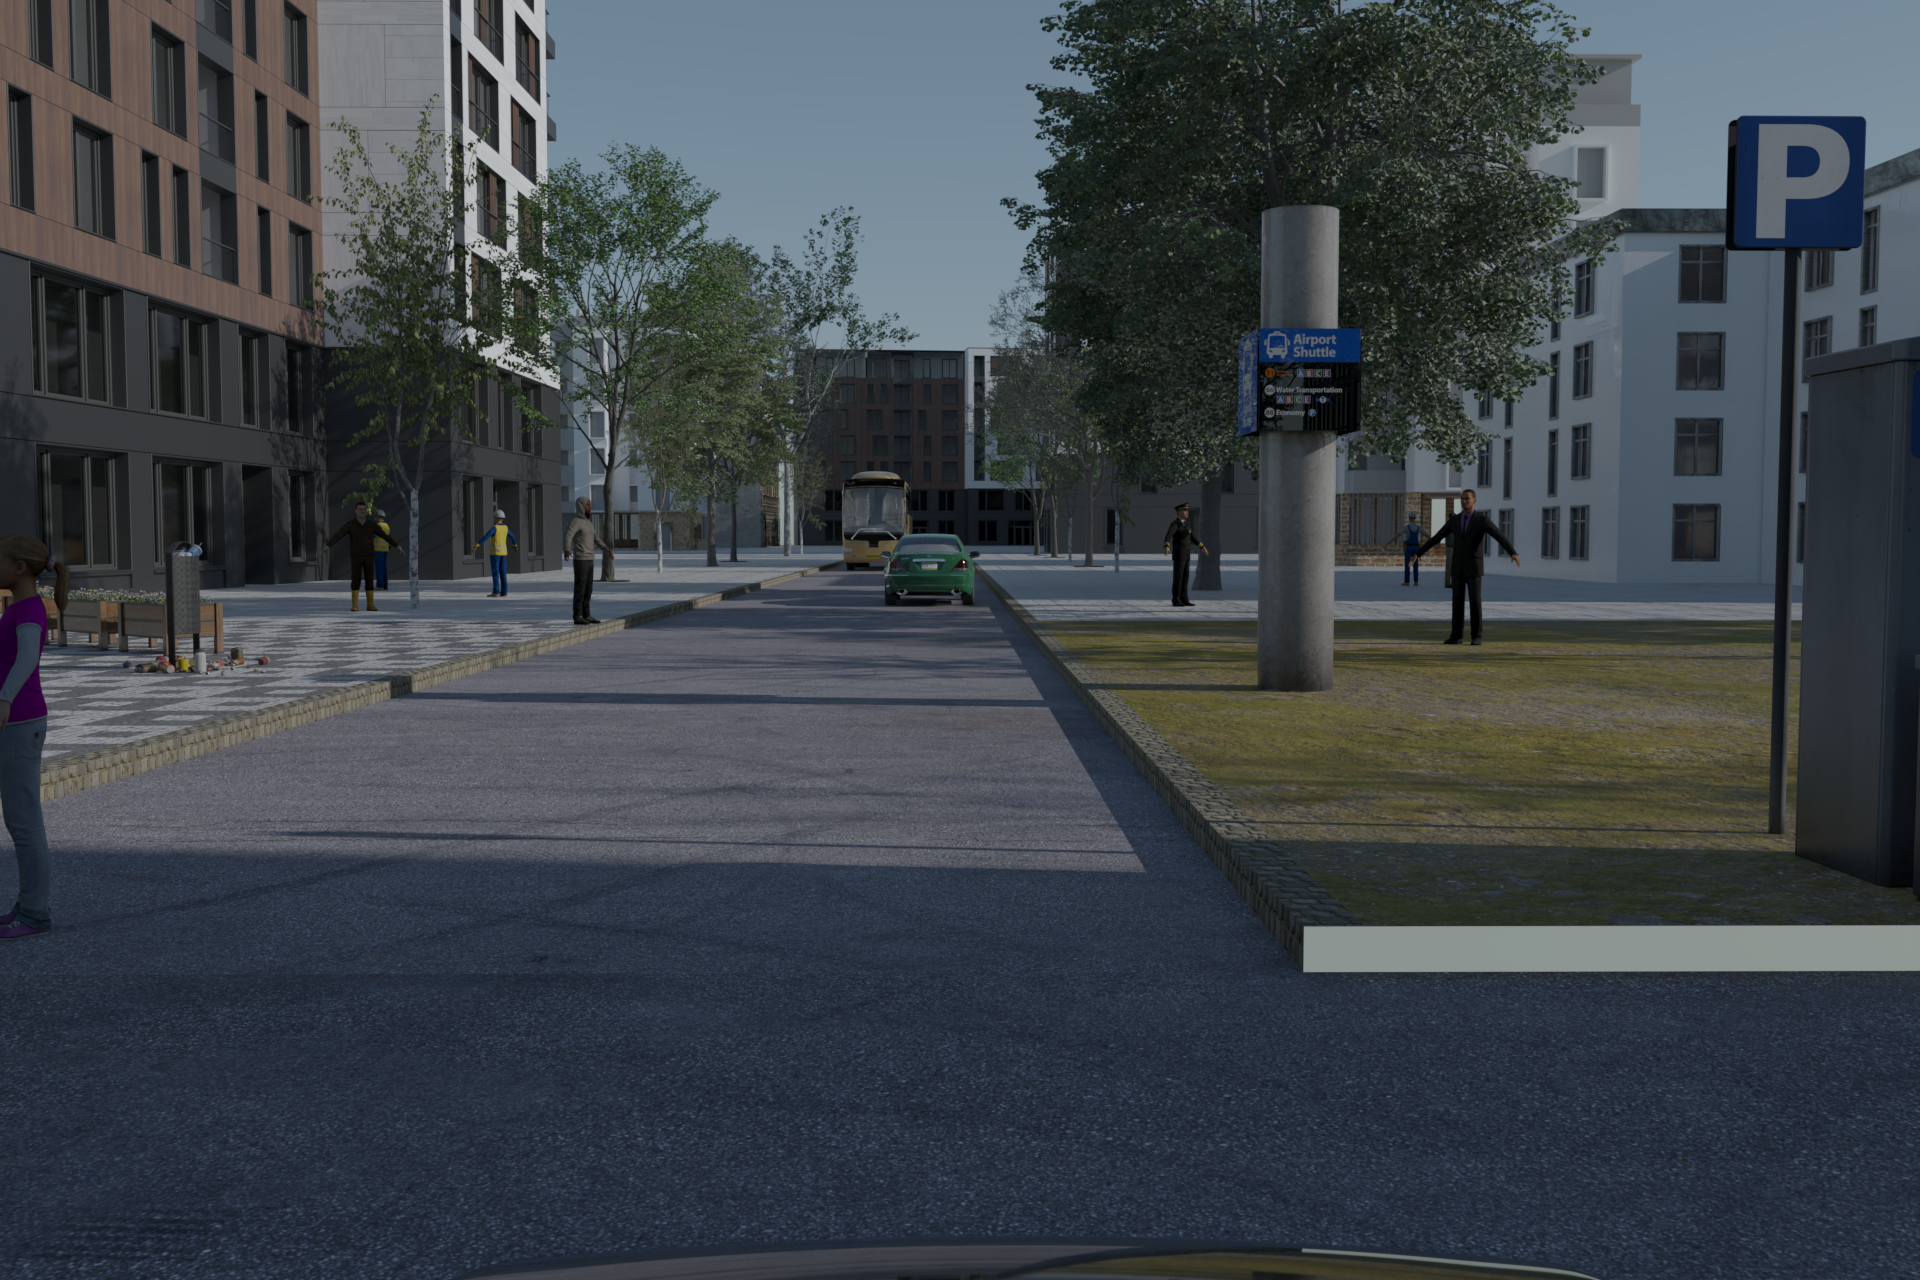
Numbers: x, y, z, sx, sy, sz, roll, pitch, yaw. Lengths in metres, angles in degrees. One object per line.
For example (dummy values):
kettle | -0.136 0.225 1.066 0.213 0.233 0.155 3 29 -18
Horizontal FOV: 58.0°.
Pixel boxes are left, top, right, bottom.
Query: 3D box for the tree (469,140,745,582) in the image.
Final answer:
tree | -9.299 -7.359 46.081 9.928 11.665 9.643 0 3 0

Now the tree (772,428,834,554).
tree | -10.186 -9.823 110.973 4.360 8.622 3.978 0 3 0

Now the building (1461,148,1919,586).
building | 21.558 -6.288 44.955 9.099 9.664 28.070 0 4 0

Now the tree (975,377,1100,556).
tree | 4.686 -10.844 103.052 9.928 11.665 9.643 0 3 0

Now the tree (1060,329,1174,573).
tree | 5.455 -6.542 57.322 4.737 8.622 4.395 0 3 0

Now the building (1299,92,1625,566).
building | 20.373 -13.711 80.594 16.016 20.090 11.380 0 4 -1

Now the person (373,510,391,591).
person | -13.197 -2.042 39.350 0.705 1.833 1.349 0 4 6

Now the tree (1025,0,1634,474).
tree | 5.822 -7.411 27.818 9.857 13.997 8.962 0 3 0

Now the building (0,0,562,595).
building | -27.904 -12.289 44.894 27.936 21.610 32.646 0 4 -1

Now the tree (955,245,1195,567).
tree | 5.122 -9.592 67.192 12.009 13.543 11.850 0 3 0

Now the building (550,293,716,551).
building | -25.867 -17.084 135.741 16.016 20.090 11.380 0 4 0

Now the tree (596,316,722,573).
tree | -9.923 -6.525 57.049 4.360 8.622 3.978 0 3 0

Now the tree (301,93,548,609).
tree | -9.358 -4.861 29.833 4.737 8.622 4.395 0 3 0

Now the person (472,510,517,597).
person | -9.491 -1.771 35.413 0.721 1.772 1.216 2 4 30

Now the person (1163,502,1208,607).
person | 3.944 -1.512 30.652 0.705 1.837 1.347 3 5 40

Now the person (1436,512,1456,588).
person | 11.716 -2.133 41.144 1.348 1.796 0.705 -2 4 -35

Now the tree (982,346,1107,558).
tree | 5.040 -10.270 93.669 9.928 11.665 9.643 0 3 0

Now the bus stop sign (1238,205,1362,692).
bus stop sign | 2.776 -1.543 14.250 0.837 3.901 0.837 0 4 -1

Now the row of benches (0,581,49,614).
row of benches | -14.048 -0.457 22.927 1.422 0.672 4.104 1 4 22

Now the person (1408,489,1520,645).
person | 5.869 -0.848 20.083 1.346 1.802 0.704 3 5 40

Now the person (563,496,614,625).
person | -5.326 -1.131 24.613 0.705 1.813 1.348 1 4 16

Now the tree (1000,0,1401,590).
tree | 5.687 -8.119 39.405 9.857 13.997 8.962 0 3 0

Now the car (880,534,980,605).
car | -0.627 -1.498 36.296 2.131 1.459 4.920 0 4 -1

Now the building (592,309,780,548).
building | -28.026 -20.828 171.468 19.493 23.208 18.063 0 4 -1

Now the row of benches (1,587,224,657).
row of benches | -9.576 -0.248 19.519 4.104 0.672 1.422 3 4 39

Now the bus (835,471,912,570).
bus | -3.342 -4.904 71.723 2.896 3.916 12.252 0 4 -1

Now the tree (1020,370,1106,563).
tree | 5.007 -7.785 77.647 4.360 8.622 3.978 0 3 0

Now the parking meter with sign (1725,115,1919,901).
parking meter with sign | 3.521 -0.627 6.510 0.543 3.016 1.738 0 4 -1

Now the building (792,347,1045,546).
building | -2.867 -21.732 201.742 32.646 21.610 27.936 0 4 -7

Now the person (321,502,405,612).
person | -9.913 -1.382 28.737 1.346 1.812 0.704 -2 4 -29

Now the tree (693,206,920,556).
tree | -8.580 -14.868 98.987 12.611 20.169 13.585 0 3 0

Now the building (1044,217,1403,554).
building | 19.976 -17.297 126.788 27.936 21.610 32.646 0 4 0

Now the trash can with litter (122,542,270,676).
trash can with litter | -7.223 -0.348 16.748 1.678 1.210 2.233 0 4 1

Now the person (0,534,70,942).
person | -3.428 0.338 6.196 0.599 1.433 0.991 -2 4 -29

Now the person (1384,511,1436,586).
person | 11.190 -2.269 42.952 1.347 1.847 0.705 0 4 -8

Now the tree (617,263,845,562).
tree | -10.319 -10.307 78.889 12.009 13.543 11.850 0 3 0

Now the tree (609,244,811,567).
tree | -9.706 -9.143 67.620 7.486 12.596 7.792 0 3 0
